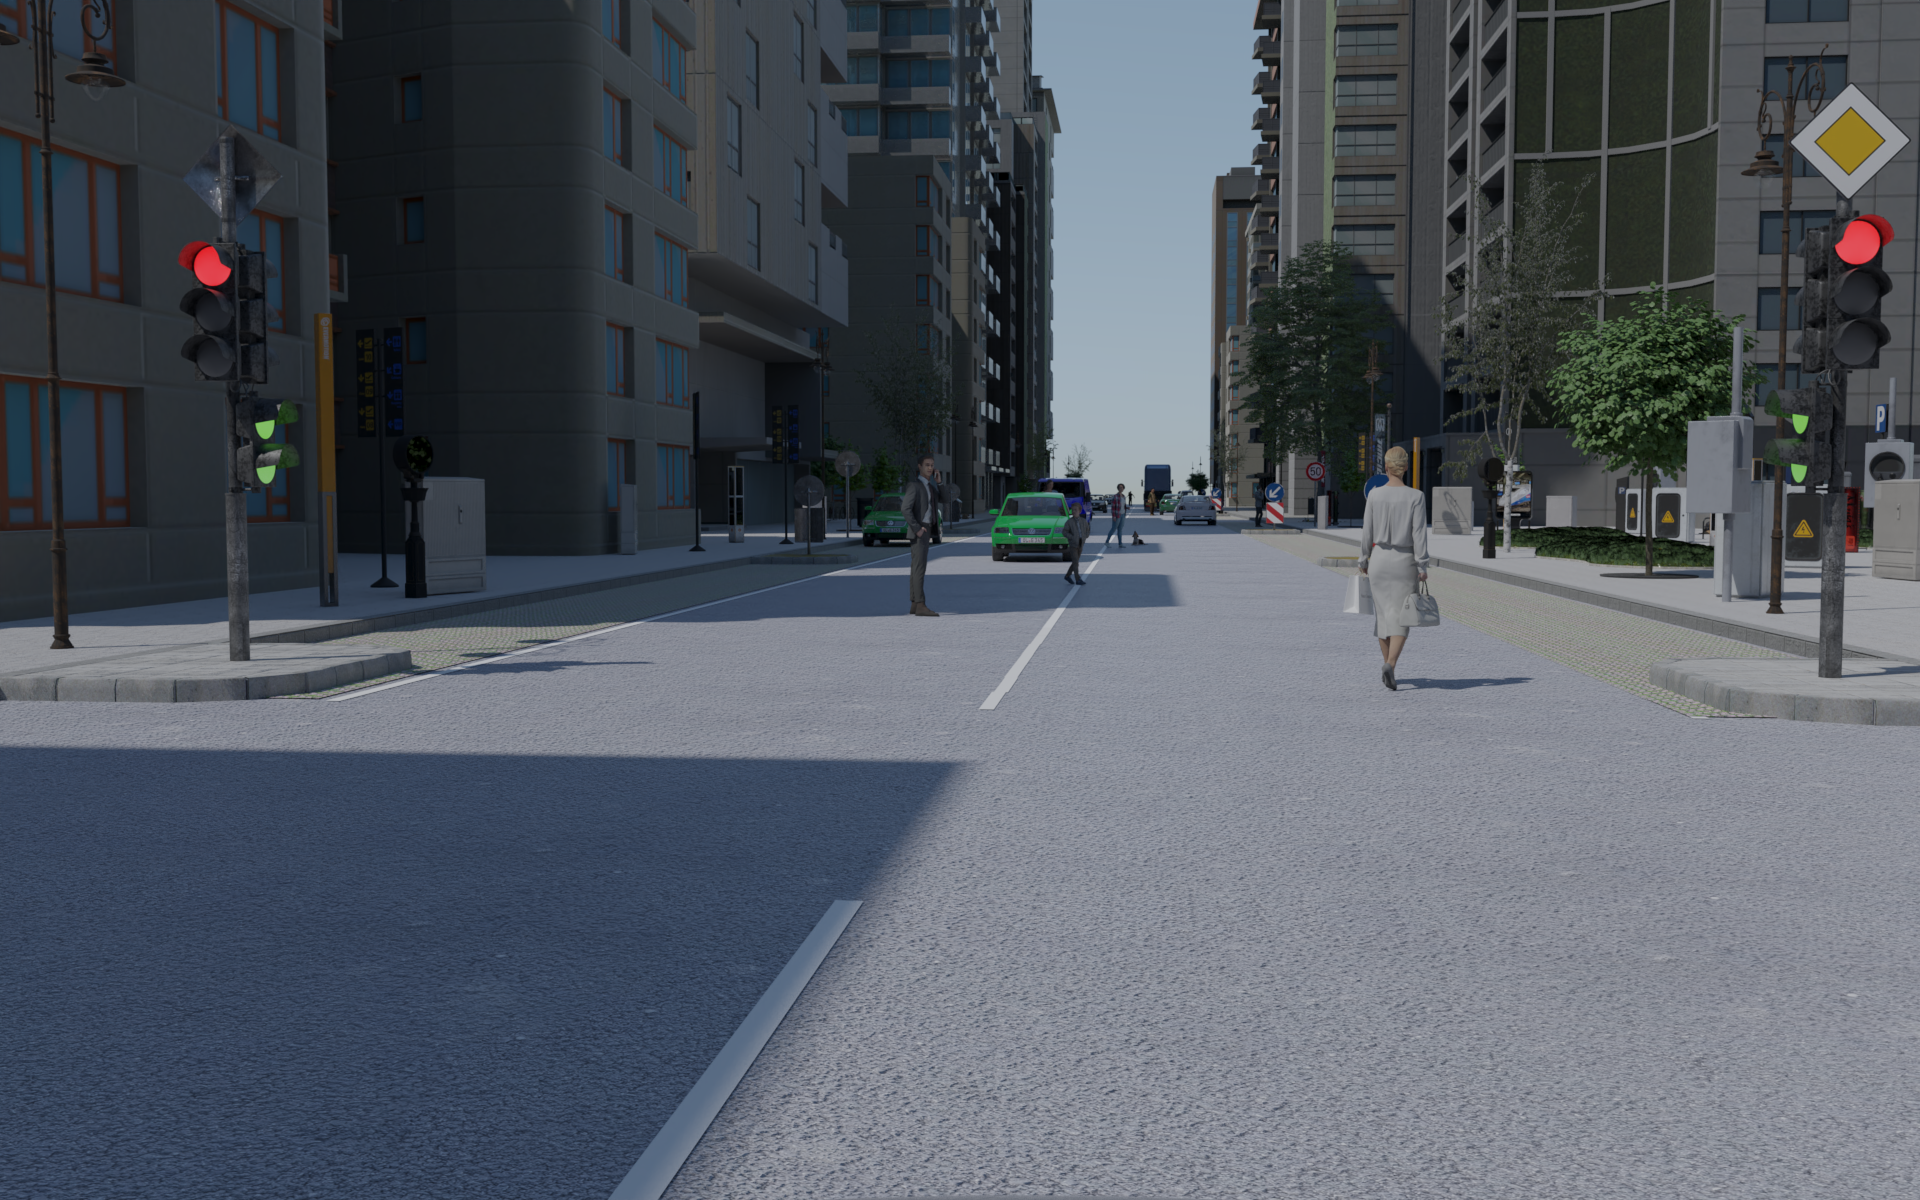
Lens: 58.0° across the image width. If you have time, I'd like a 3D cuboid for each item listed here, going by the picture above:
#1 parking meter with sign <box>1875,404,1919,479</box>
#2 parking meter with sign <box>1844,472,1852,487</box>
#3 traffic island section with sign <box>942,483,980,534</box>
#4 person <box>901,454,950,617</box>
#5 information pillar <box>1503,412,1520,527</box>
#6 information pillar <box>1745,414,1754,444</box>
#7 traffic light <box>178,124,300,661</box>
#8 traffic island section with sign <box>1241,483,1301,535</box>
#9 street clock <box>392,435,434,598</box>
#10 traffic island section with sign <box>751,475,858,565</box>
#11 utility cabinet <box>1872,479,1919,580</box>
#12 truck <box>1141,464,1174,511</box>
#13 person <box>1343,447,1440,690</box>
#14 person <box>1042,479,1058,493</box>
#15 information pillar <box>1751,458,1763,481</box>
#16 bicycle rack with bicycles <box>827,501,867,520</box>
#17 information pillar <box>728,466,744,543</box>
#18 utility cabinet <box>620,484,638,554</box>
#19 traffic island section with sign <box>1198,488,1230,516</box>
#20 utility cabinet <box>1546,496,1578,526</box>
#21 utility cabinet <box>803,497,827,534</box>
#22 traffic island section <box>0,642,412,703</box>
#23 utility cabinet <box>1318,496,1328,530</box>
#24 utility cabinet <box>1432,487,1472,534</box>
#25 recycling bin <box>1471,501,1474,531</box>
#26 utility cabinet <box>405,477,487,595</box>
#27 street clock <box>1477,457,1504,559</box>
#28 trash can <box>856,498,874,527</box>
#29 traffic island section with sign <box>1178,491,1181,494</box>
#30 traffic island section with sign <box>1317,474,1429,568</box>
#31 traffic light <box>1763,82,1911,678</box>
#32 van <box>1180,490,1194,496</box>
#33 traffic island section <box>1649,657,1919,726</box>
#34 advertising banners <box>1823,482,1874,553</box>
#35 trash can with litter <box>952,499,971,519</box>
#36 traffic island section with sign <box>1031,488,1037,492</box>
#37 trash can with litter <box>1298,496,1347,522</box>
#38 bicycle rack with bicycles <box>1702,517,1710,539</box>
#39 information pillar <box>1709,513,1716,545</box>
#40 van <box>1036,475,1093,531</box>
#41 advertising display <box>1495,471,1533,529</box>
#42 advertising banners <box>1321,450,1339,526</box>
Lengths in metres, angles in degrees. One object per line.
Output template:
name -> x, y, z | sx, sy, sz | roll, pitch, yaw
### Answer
parking meter with sign -> 18.698, -2.277, 33.495 | 1.738, 3.016, 0.543 | 1, 4, 9
parking meter with sign -> 30.147, -3.858, 59.344 | 1.738, 3.016, 0.543 | 1, 4, 20
traffic island section with sign -> -0.302, -3.322, 62.939 | 1.989, 1.847, 2.006 | 0, 4, 6
person -> -0.395, -0.775, 20.526 | 0.474, 1.900, 0.648 | 1, 4, 15
information pillar -> 15.706, -3.546, 49.332 | 0.183, 3.616, 0.504 | -2, 4, -31
information pillar -> 19.739, -3.189, 43.496 | 0.183, 3.616, 0.504 | 0, 4, -4
traffic light -> -5.529, -1.486, 13.217 | 0.839, 4.253, 0.868 | 0, 4, 6
traffic island section with sign -> 11.052, -3.248, 61.728 | 1.989, 1.847, 2.006 | 0, 4, 6
street clock -> -6.719, -1.025, 21.333 | 0.358, 2.002, 0.471 | 2, 4, 27
traffic island section with sign -> -3.174, -1.671, 35.947 | 1.989, 1.847, 2.006 | 0, 4, 6
utility cabinet -> 14.114, -1.053, 25.904 | 0.318, 1.500, 1.173 | 0, 4, -1
truck -> 17.257, -9.841, 150.666 | 2.967, 4.110, 18.799 | 0, 4, 6
person -> 3.168, -0.242, 12.806 | 0.694, 1.780, 0.624 | 3, 5, 44
person -> 2.277, -2.213, 44.769 | 0.616, 1.811, 0.778 | -1, 4, -10
information pillar -> 16.373, -1.919, 35.874 | 0.304, 2.012, 0.304 | -2, 4, -29
bicycle rack with bicycles -> -5.451, -4.558, 87.903 | 2.852, 0.926, 2.925 | -1, 4, -8
information pillar -> -5.888, -2.512, 45.558 | 0.304, 2.012, 0.304 | -3, 5, -44
utility cabinet -> -7.056, -1.732, 36.999 | 0.318, 1.500, 1.173 | 0, 4, -8
traffic island section with sign -> 16.285, -6.263, 111.030 | 1.989, 1.847, 2.006 | 0, 4, 6
utility cabinet -> 20.049, -2.847, 57.712 | 0.306, 1.237, 1.020 | -2, 4, -34
utility cabinet -> -4.658, -2.718, 55.603 | 0.306, 1.237, 1.020 | 2, 4, 27
traffic island section -> -5.567, 0.546, 13.356 | 2.009, 0.180, 2.903 | 0, 4, 6
utility cabinet -> 13.151, -3.158, 62.787 | 0.306, 1.237, 1.020 | 1, 4, 17
utility cabinet -> 15.489, -2.804, 54.523 | 1.173, 1.500, 0.318 | 1, 4, 21
recycling bin -> 17.470, -2.940, 60.622 | 0.722, 1.027, 0.722 | -2, 4, -24
utility cabinet -> -6.581, -0.829, 22.231 | 0.318, 1.500, 1.173 | 2, 4, 24
street clock -> 10.514, -1.821, 34.352 | 0.471, 2.002, 0.358 | -1, 4, -17
trash can -> -3.663, -3.369, 66.729 | 0.748, 1.137, 0.748 | 0, 3, 0
traffic island section with sign -> 27.918, -12.961, 220.536 | 1.989, 1.847, 2.006 | 0, 4, 6
traffic island section with sign -> 8.152, -1.576, 34.388 | 1.989, 1.847, 2.006 | 0, 4, 6
traffic light -> 6.069, -1.412, 12.006 | 0.839, 4.253, 0.868 | 0, 4, 6
van -> 24.886, -11.193, 190.010 | 2.013, 2.044, 4.112 | 0, 4, 6
traffic island section -> 6.108, 0.622, 12.116 | 2.009, 0.180, 2.903 | 0, 4, 6
advertising banners -> 19.370, -2.539, 37.703 | 2.074, 3.025, 0.090 | 1, 4, 19
trash can with litter -> 0.038, -4.705, 88.309 | 1.055, 1.170, 0.624 | 1, 4, 22
traffic island section with sign -> 4.964, -6.352, 112.479 | 1.989, 1.847, 2.006 | 0, 4, 6
trash can with litter -> 16.644, -4.189, 79.547 | 2.233, 1.210, 1.678 | 1, 4, 9
bicycle rack with bicycles -> 22.606, -2.178, 48.990 | 2.925, 0.926, 2.852 | -2, 4, -24
information pillar -> 17.071, -2.105, 38.910 | 0.304, 2.012, 0.304 | -3, 5, -42
van -> 3.825, -3.669, 64.374 | 2.240, 2.365, 5.245 | 0, 4, 8
advertising display -> 15.318, -2.611, 47.900 | 0.974, 1.923, 0.123 | 2, 4, 28
advertising banners -> 14.891, -4.503, 69.808 | 0.090, 3.025, 2.074 | 2, 4, 33
